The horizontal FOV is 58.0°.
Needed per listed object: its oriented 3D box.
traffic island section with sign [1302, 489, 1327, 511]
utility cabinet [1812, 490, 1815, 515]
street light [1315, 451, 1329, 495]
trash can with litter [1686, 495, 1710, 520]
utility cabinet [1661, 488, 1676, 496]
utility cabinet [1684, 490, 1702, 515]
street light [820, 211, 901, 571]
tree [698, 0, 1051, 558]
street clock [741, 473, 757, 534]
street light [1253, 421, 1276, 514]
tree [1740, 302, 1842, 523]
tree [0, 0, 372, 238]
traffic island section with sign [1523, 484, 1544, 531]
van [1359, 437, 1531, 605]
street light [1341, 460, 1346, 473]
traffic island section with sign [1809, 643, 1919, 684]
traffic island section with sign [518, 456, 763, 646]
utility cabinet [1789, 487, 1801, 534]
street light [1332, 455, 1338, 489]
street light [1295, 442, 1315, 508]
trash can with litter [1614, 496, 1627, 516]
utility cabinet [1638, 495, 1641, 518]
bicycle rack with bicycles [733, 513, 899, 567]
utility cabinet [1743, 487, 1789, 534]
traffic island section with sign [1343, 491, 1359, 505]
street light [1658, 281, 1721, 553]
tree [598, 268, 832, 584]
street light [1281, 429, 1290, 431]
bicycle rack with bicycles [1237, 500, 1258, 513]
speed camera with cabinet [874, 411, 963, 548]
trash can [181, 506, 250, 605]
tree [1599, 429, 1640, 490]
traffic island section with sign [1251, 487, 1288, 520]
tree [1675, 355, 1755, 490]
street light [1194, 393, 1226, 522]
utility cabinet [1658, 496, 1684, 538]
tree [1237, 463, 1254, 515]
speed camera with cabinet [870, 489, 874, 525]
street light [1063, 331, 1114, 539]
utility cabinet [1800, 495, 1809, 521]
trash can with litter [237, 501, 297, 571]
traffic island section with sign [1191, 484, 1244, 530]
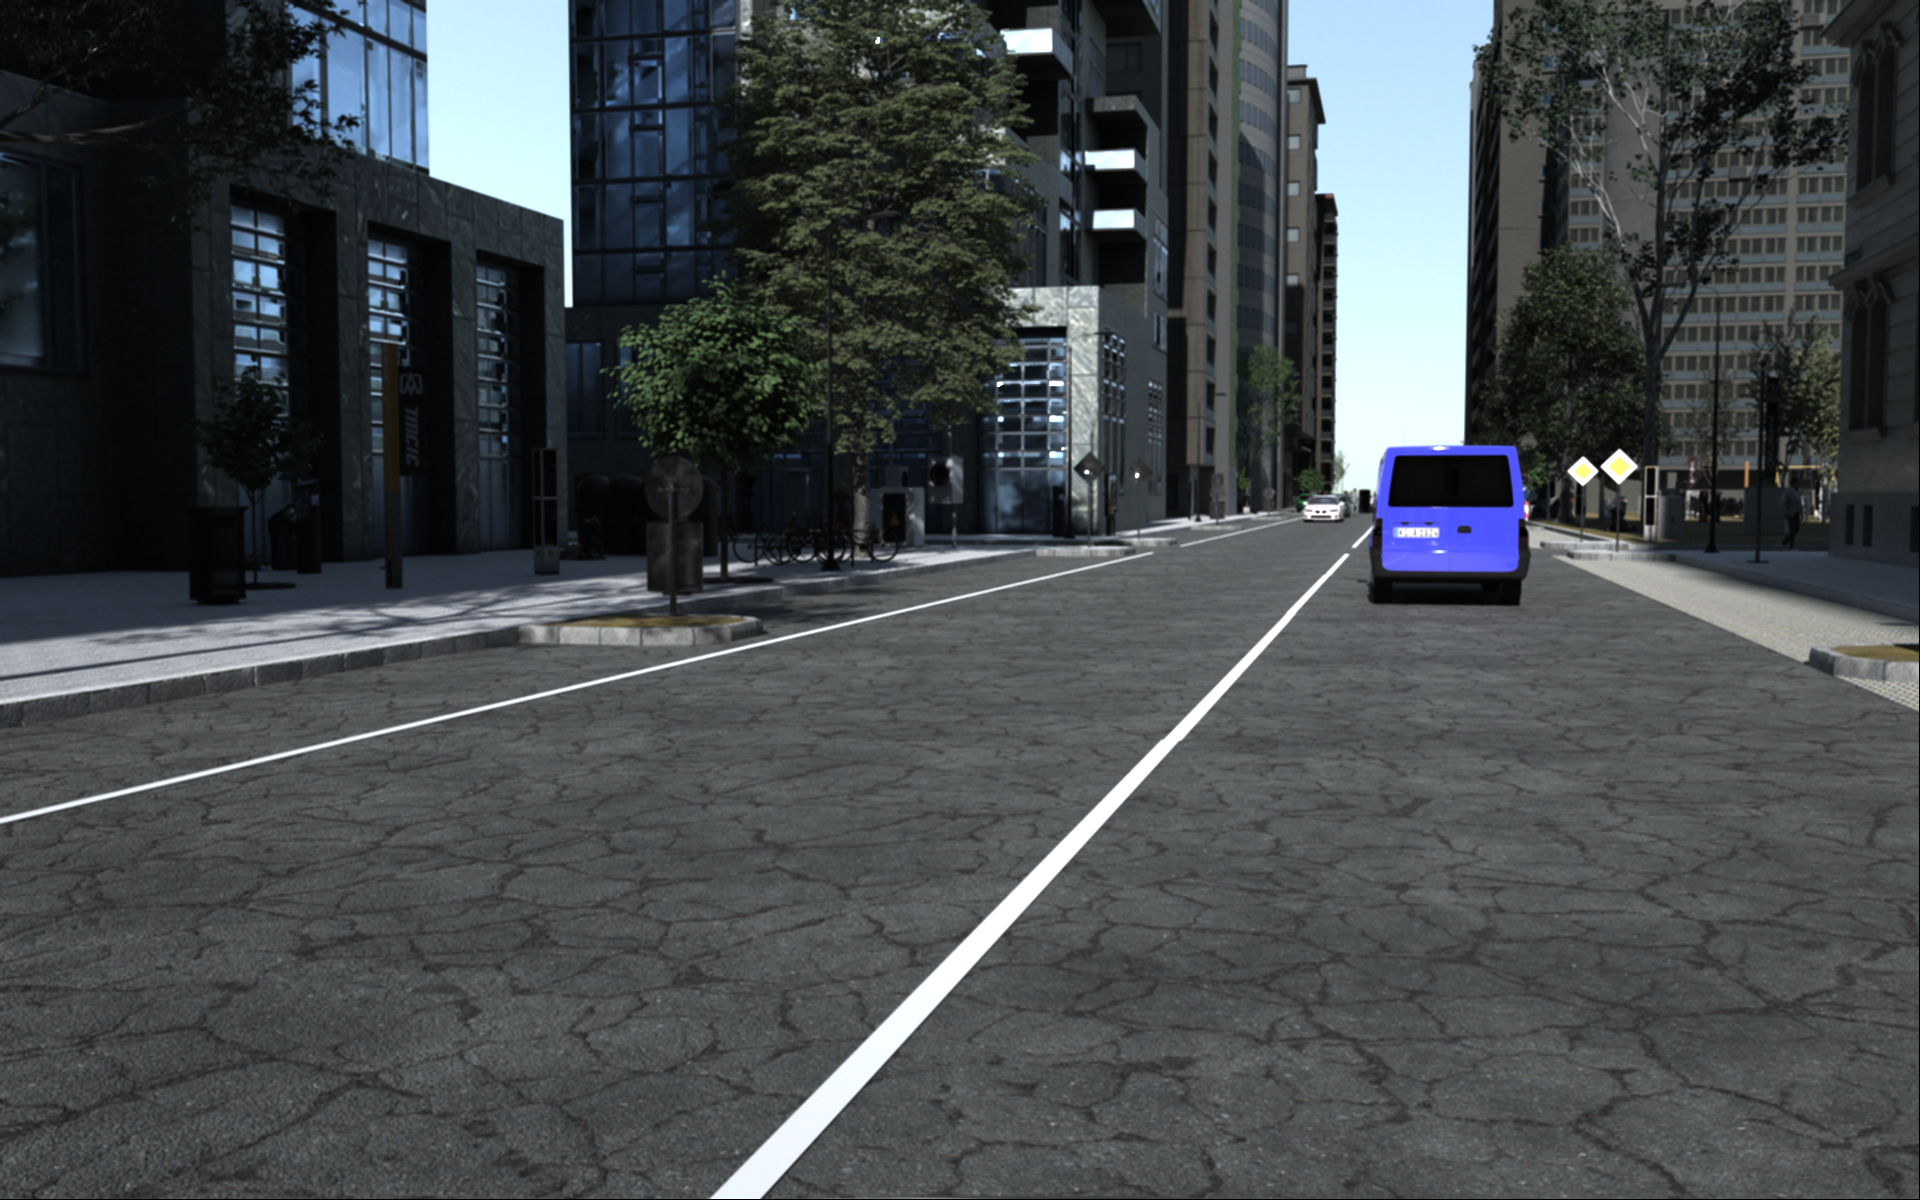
[{"bbox_3d":[29.703,-8.353,145.207,1.989,1.847,2.006,1,4,14],"label":"traffic island section with sign"},{"bbox_3d":[53.107,-5.998,106.740,1.173,1.500,0.318,-1,4,-15],"label":"utility cabinet"},{"bbox_3d":[38.356,-12.979,184.752,1.470,5.913,1.316,1,4,14],"label":"street light"},{"bbox_3d":[40.912,-5.283,97.433,2.233,1.210,1.678,-2,4,-31],"label":"trash can with litter"},{"bbox_3d":[26.687,-3.463,65.294,0.318,1.500,1.173,1,4,11],"label":"utility cabinet"},{"bbox_3d":[43.607,-5.782,103.212,1.173,1.500,0.318,-1,4,-18],"label":"utility cabinet"},{"bbox_3d":[-1.643,-3.436,28.714,1.470,5.913,1.316,1,4,14],"label":"street light"},{"bbox_3d":[-1.750,-7.134,34.769,7.486,12.596,7.792,0,3,0],"label":"tree"},{"bbox_3d":[-6.716,-3.094,55.158,0.471,2.002,0.358,1,4,19],"label":"street clock"},{"bbox_3d":[19.278,-8.394,109.779,1.470,5.913,1.316,1,4,14],"label":"street light"},{"bbox_3d":[32.345,-7.167,67.542,4.737,8.622,4.395,0,3,0],"label":"tree"},{"bbox_3d":[-6.676,-4.645,10.352,7.601,10.594,8.767,-1,4,-11],"label":"tree"},{"bbox_3d":[21.900,-3.644,68.204,1.989,1.847,2.006,1,4,14],"label":"traffic island section with sign"},{"bbox_3d":[6.704,-1.208,24.133,2.240,2.365,5.245,1,4,13],"label":"van"},{"bbox_3d":[50.989,-15.993,234.021,1.470,5.913,1.316,1,4,14],"label":"street light"},{"bbox_3d":[7.931,-0.311,13.718,1.989,1.847,2.006,1,4,14],"label":"traffic island section with sign"},{"bbox_3d":[-3.079,-0.535,17.374,1.989,1.847,2.006,1,4,14],"label":"traffic island section with sign"},{"bbox_3d":[26.252,-2.845,55.193,1.173,1.500,0.318,-2,4,-26],"label":"utility cabinet"},{"bbox_3d":[43.360,-14.147,203.851,1.470,5.913,1.316,1,4,14],"label":"street light"},{"bbox_3d":[30.653,-11.143,154.723,1.470,5.913,1.316,1,4,14],"label":"street light"},{"bbox_3d":[40.192,-5.795,106.138,1.055,1.170,0.624,-2,4,-30],"label":"trash can with litter"},{"bbox_3d":[37.442,-5.083,94.274,1.020,1.237,0.306,-1,4,-11],"label":"utility cabinet"},{"bbox_3d":[-2.776,-1.124,31.758,2.925,0.926,2.852,1,4,10],"label":"bicycle rack with bicycles"},{"bbox_3d":[25.363,-2.809,54.608,1.173,1.500,0.318,1,4,20],"label":"utility cabinet"},{"bbox_3d":[57.109,-14.888,252.054,1.989,1.847,2.006,1,4,14],"label":"traffic island section with sign"},{"bbox_3d":[15.943,-3.996,37.879,1.470,5.913,1.316,1,4,14],"label":"street light"},{"bbox_3d":[-3.549,-2.544,25.304,4.285,4.588,4.351,0,3,0],"label":"tree"},{"bbox_3d":[22.959,-9.296,124.535,1.470,5.913,1.316,1,4,14],"label":"street light"},{"bbox_3d":[18.559,-6.227,115.190,2.852,0.926,2.925,-1,4,-22],"label":"bicycle rack with bicycles"},{"bbox_3d":[-0.947,-2.874,41.325,2.038,3.252,0.660,2,4,29],"label":"speed camera with cabinet"},{"bbox_3d":[-8.660,-0.522,20.184,0.748,1.137,0.748,0,3,0],"label":"trash can"},{"bbox_3d":[42.577,-9.844,111.318,4.360,8.622,3.978,0,3,0],"label":"tree"},{"bbox_3d":[17.384,-5.415,97.167,1.989,1.847,2.006,1,4,14],"label":"traffic island section with sign"},{"bbox_3d":[40.273,-8.694,92.511,4.360,8.622,3.978,0,3,0],"label":"tree"},{"bbox_3d":[11.538,-6.558,79.758,1.470,5.913,1.316,1,4,14],"label":"street light"},{"bbox_3d":[20.420,-2.388,50.212,1.020,1.237,0.306,0,4,-7],"label":"utility cabinet"},{"bbox_3d":[17.071,-6.876,107.025,1.663,3.219,1.824,0,3,0],"label":"tree"},{"bbox_3d":[-2.191,-3.603,53.243,0.660,3.252,2.038,1,4,18],"label":"speed camera with cabinet"},{"bbox_3d":[3.676,-4.707,49.504,1.470,5.913,1.316,1,4,14],"label":"street light"},{"bbox_3d":[40.419,-4.434,83.651,1.020,1.237,0.306,2,4,33],"label":"utility cabinet"},{"bbox_3d":[-11.589,-1.082,29.080,1.055,1.170,0.624,-1,4,-18],"label":"trash can with litter"},{"bbox_3d":[10.458,-3.763,70.159,1.989,1.847,2.006,1,4,14],"label":"traffic island section with sign"}]
